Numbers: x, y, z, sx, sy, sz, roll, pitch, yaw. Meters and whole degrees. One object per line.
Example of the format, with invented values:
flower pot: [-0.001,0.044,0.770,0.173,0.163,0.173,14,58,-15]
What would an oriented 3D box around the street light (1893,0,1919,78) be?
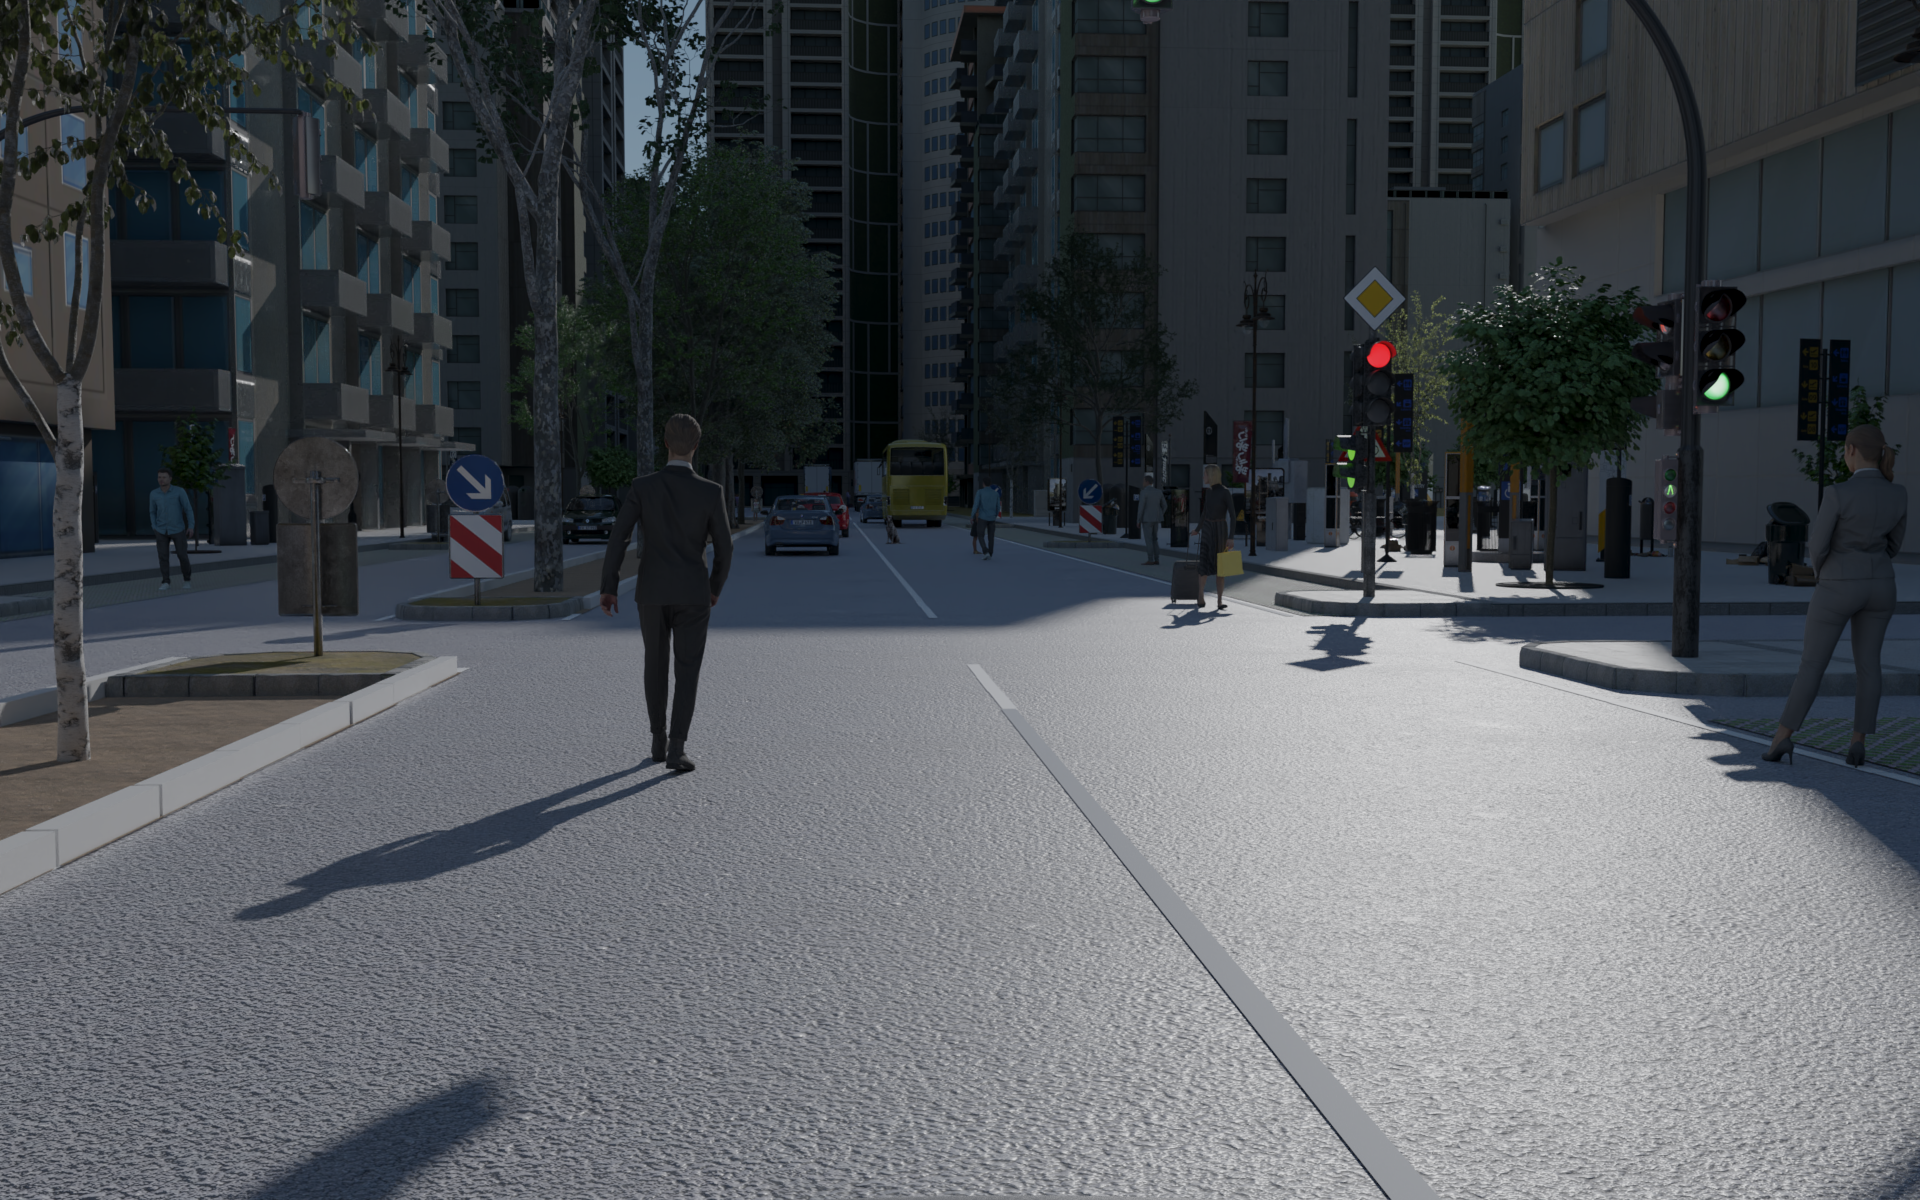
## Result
street light: [7.836,-2.482,13.361,0.468,5.910,1.993,0,4,-4]

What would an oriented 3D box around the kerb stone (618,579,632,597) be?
kerb stone: [-4.895,-0.174,25.035,0.120,0.150,1.000,0,4,-4]

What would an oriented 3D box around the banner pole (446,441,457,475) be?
banner pole: [-24.234,-5.656,82.496,0.401,3.779,0.863,2,4,33]

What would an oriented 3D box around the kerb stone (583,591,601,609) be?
kerb stone: [-4.673,0.017,21.961,0.120,0.150,1.000,0,4,-4]

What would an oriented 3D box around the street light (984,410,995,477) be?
street light: [1.638,-7.525,95.819,0.468,5.910,1.993,0,4,-4]

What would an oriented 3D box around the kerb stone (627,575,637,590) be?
kerb stone: [-4.977,-0.236,26.056,0.120,0.150,1.000,0,4,-4]

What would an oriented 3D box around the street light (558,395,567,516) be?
street light: [-18.664,-6.629,81.165,0.468,5.910,1.993,0,4,-4]

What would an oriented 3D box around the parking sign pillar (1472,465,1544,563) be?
parking sign pillar: [10.431,-2.706,32.718,1.447,3.967,1.447,1,4,19]

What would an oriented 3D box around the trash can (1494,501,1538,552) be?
trash can: [11.518,-1.471,35.700,0.748,1.137,0.748,0,3,0]

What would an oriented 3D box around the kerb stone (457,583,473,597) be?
kerb stone: [-6.910,-0.101,23.855,0.120,0.150,1.000,0,4,-4]

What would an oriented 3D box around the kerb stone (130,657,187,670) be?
kerb stone: [-6.104,0.555,13.125,0.120,0.150,1.000,0,4,-4]

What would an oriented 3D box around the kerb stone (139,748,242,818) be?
kerb stone: [-3.622,0.859,8.149,0.120,0.150,1.000,0,4,-4]

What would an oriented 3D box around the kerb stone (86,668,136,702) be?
kerb stone: [-6.038,0.617,12.103,0.120,0.150,1.000,0,4,-4]

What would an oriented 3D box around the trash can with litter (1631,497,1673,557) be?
trash can with litter: [14.242,-1.529,36.055,1.678,1.210,2.233,0,4,-2]

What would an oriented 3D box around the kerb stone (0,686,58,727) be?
kerb stone: [-5.962,0.680,11.084,0.120,0.150,1.000,0,4,-4]

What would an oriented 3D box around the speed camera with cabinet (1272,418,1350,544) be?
speed camera with cabinet: [9.107,-3.087,44.803,0.660,3.252,2.038,-3,5,-40]

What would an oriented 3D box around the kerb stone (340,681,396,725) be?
kerb stone: [-3.855,0.672,11.211,0.120,0.150,1.000,0,4,-4]

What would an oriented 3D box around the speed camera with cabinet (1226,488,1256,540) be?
speed camera with cabinet: [8.525,-3.343,48.997,2.038,3.252,0.660,0,4,3]

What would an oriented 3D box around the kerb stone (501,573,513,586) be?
kerb stone: [-7.140,-0.288,26.913,0.120,0.150,1.000,0,4,-4]

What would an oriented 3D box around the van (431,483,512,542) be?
van: [-14.271,-2.670,50.674,2.013,2.044,4.112,0,4,-3]

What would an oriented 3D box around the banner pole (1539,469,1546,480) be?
banner pole: [12.707,-2.882,37.131,0.863,3.779,0.401,1,4,23]

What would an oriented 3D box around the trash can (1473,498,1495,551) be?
trash can: [11.439,-1.567,37.273,0.748,1.137,0.748,0,3,0]

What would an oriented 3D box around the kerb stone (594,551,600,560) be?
kerb stone: [-7.913,-0.914,37.146,0.120,0.150,1.000,0,4,-4]

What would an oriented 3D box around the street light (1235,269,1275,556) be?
street light: [6.068,-3.850,35.736,0.468,5.910,1.993,0,4,-4]

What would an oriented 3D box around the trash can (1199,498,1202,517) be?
trash can: [9.238,-3.232,64.494,0.748,1.137,0.748,0,3,0]

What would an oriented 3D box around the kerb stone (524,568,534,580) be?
kerb stone: [-7.302,-0.409,28.972,0.120,0.150,1.000,0,4,-4]

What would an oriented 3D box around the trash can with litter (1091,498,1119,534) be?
trash can with litter: [4.518,-2.671,55.052,1.055,1.170,0.624,0,4,1]

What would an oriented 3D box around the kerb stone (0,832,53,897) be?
kerb stone: [-3.469,0.986,6.098,0.120,0.150,1.000,0,4,-4]

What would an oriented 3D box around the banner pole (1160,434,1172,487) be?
banner pole: [8.546,-4.994,71.668,0.401,3.779,0.863,3,5,41]

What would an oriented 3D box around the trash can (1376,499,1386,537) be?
trash can: [12.453,-2.472,52.073,0.748,1.137,0.748,0,3,0]

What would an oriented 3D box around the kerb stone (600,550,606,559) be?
kerb stone: [-7.986,-0.977,38.166,0.120,0.150,1.000,0,4,-4]

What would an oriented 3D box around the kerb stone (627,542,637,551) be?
kerb stone: [-8.451,-1.348,44.293,0.120,0.150,1.000,0,4,-4]

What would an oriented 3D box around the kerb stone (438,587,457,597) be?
kerb stone: [-6.831,-0.039,22.825,0.120,0.150,1.000,0,4,-4]

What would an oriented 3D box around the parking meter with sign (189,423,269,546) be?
parking meter with sign: [-18.148,-2.862,43.060,1.738,3.016,0.543,-3,5,-43]

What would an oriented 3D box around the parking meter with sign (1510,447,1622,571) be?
parking meter with sign: [10.162,-2.004,29.031,1.738,3.016,0.543,1,4,21]

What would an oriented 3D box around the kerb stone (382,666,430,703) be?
kerb stone: [-3.937,0.609,12.234,0.120,0.150,1.000,0,4,-4]

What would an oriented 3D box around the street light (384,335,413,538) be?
street light: [-16.331,-4.755,50.533,0.468,5.910,1.993,0,4,-4]

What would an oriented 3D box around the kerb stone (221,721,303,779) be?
kerb stone: [-3.707,0.797,9.167,0.120,0.150,1.000,0,4,-4]

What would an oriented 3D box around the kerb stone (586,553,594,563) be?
kerb stone: [-7.827,-0.850,36.127,0.120,0.150,1.000,0,4,-4]

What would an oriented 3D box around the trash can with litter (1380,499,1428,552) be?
trash can with litter: [9.959,-1.666,38.627,1.055,1.170,0.624,0,4,-7]

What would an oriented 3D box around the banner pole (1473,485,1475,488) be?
banner pole: [25.597,-5.944,87.203,0.401,3.779,0.863,-3,4,-38]

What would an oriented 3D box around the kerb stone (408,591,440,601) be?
kerb stone: [-6.760,0.024,21.803,0.120,0.150,1.000,0,4,-4]

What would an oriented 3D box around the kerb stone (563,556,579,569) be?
kerb stone: [-7.681,-0.727,34.080,0.120,0.150,1.000,0,4,-4]

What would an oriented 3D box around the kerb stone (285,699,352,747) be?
kerb stone: [-3.789,0.735,10.188,0.120,0.150,1.000,0,4,-4]

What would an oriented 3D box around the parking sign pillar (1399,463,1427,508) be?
parking sign pillar: [22.162,-5.886,84.705,1.447,3.967,1.447,-1,4,-11]

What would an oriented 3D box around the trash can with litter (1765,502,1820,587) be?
trash can with litter: [11.790,-0.794,24.369,0.624,1.170,1.055,0,4,0]

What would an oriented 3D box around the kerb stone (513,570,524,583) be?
kerb stone: [-7.224,-0.351,27.936,0.120,0.150,1.000,0,4,-4]

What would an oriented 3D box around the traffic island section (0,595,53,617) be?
traffic island section: [-12.110,0.117,20.361,2.009,0.180,2.903,0,4,-4]

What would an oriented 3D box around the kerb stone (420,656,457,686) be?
kerb stone: [-4.019,0.552,13.259,0.120,0.150,1.000,0,4,-4]

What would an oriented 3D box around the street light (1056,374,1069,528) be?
street light: [3.833,-5.692,65.851,0.468,5.910,1.993,0,4,-4]

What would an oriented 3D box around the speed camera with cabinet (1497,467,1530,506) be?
speed camera with cabinet: [17.751,-3.666,54.278,2.038,3.252,0.660,-2,4,-32]

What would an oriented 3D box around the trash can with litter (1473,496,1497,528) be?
trash can with litter: [20.687,-3.338,65.629,2.233,1.210,1.678,3,5,42]

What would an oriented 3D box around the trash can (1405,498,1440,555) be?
trash can: [9.832,-1.542,36.860,0.748,1.137,0.748,0,3,0]

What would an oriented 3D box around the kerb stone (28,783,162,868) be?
kerb stone: [-3.548,0.922,7.124,0.120,0.150,1.000,0,4,-4]

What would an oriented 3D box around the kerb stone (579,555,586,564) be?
kerb stone: [-7.757,-0.790,35.105,0.120,0.150,1.000,0,4,-4]

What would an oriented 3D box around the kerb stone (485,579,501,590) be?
kerb stone: [-7.061,-0.226,25.894,0.120,0.150,1.000,0,4,-4]

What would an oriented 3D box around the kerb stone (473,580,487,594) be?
kerb stone: [-6.989,-0.164,24.874,0.120,0.150,1.000,0,4,-4]
